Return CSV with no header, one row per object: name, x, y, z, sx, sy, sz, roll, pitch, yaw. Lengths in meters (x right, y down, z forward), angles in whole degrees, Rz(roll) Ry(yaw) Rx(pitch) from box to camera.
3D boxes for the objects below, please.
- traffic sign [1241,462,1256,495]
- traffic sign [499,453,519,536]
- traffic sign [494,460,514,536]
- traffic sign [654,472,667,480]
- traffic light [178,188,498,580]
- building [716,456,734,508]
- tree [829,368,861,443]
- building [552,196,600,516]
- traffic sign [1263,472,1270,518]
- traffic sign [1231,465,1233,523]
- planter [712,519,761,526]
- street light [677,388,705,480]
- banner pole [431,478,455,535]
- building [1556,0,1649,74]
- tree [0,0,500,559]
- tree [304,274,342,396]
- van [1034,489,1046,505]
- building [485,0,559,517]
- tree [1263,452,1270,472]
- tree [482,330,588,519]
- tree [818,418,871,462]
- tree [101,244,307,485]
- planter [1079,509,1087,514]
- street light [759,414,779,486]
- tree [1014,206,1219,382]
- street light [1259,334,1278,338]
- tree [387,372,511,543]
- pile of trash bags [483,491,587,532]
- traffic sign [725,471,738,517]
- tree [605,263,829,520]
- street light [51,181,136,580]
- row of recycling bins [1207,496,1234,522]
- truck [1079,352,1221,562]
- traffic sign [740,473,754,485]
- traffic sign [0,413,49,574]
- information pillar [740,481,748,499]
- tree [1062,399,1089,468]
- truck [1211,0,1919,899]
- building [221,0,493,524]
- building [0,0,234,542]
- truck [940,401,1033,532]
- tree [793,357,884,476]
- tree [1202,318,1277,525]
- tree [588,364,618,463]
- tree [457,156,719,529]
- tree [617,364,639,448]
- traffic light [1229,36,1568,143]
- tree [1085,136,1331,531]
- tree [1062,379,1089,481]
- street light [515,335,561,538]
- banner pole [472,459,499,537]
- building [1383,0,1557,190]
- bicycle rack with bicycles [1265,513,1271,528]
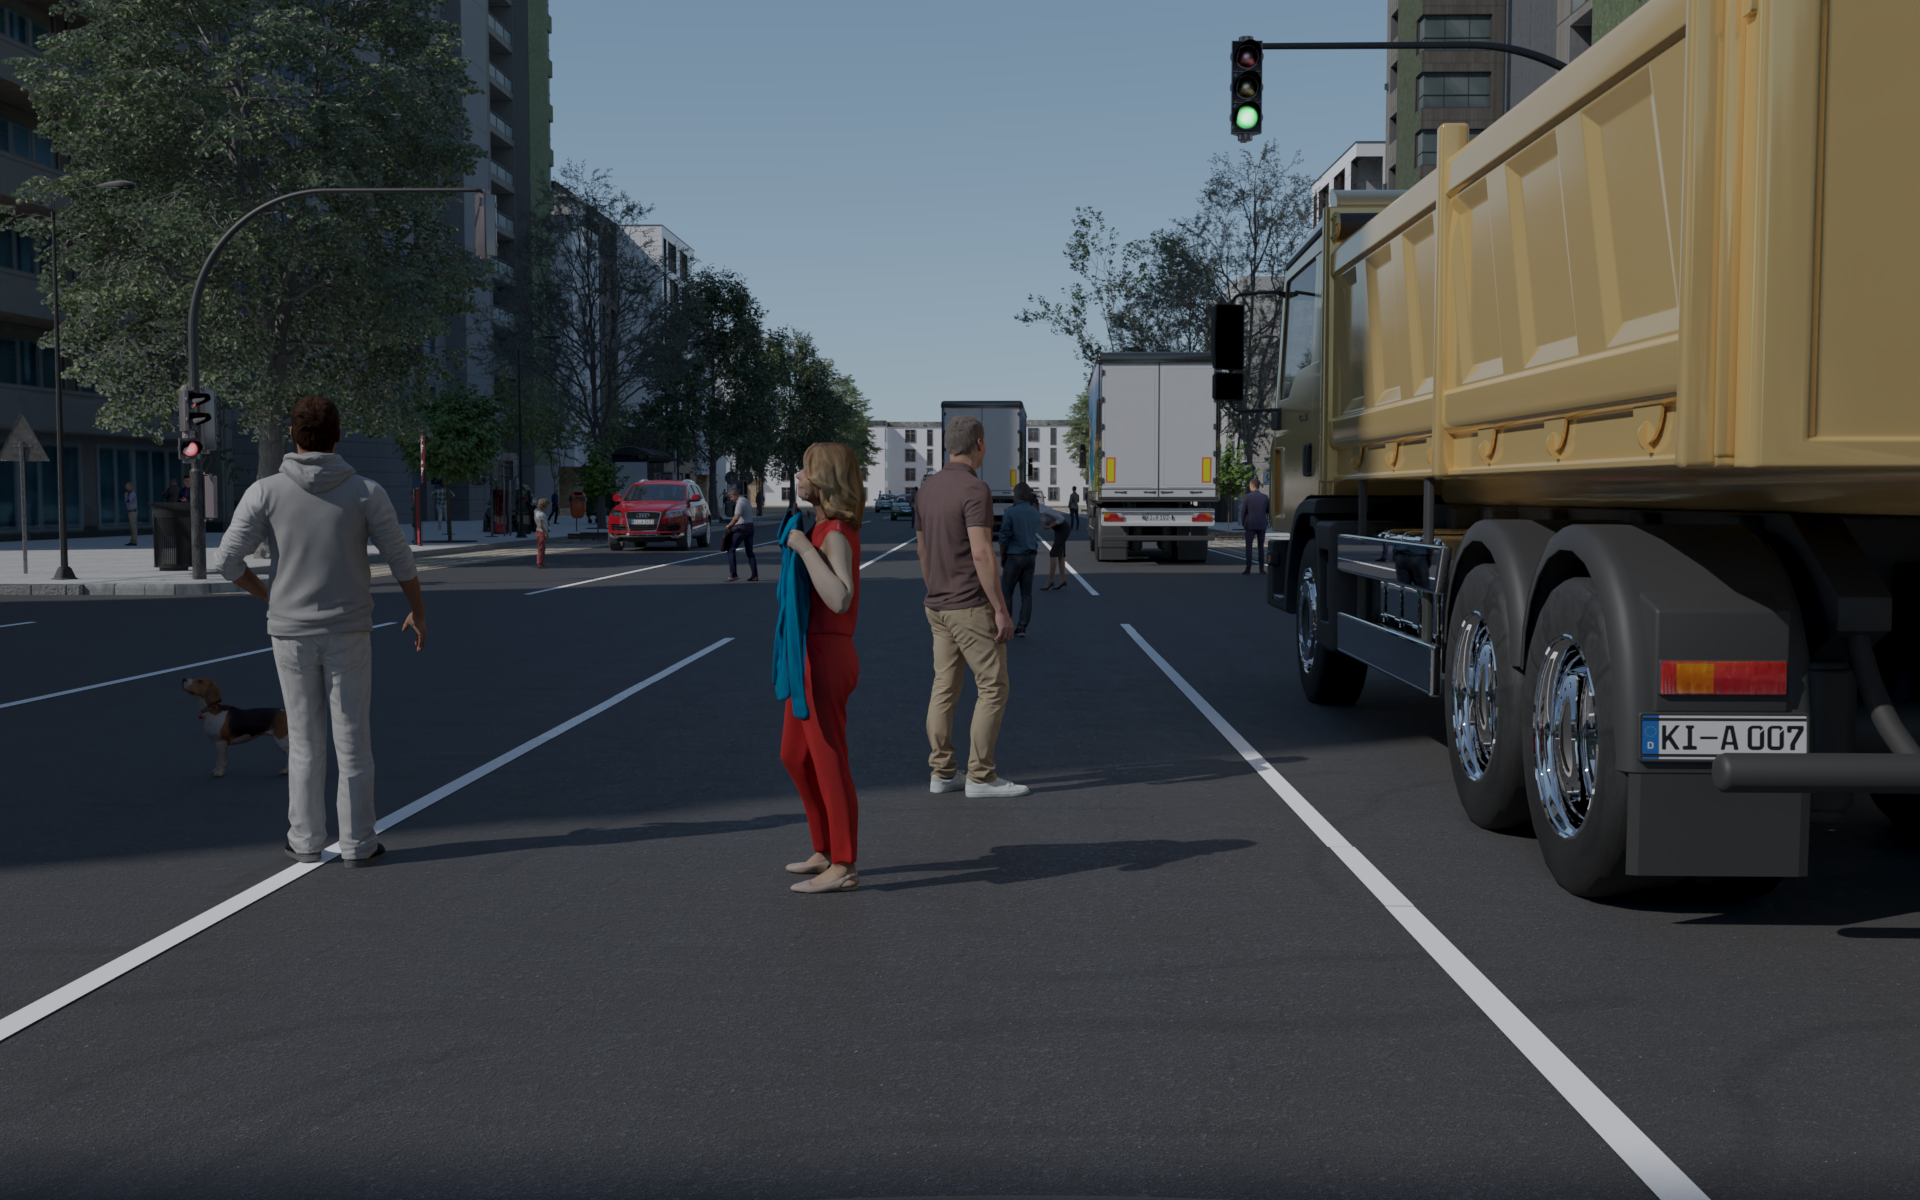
traffic sign,11.252,-4.160,68.126,0.768,2.556,0.104,1,4,11
traffic sign,-13.899,-3.263,53.455,0.768,2.556,0.104,1,4,10
traffic sign,-13.843,-3.086,52.579,0.606,2.300,0.079,0,4,1
traffic sign,-13.953,-4.801,80.620,0.606,2.300,0.079,0,4,6
traffic light,-9.322,-3.134,25.908,4.771,5.953,1.251,0,4,1
building,-35.733,-13.493,162.761,28.070,9.664,9.099,0,4,1
tree,-11.531,-12.316,118.374,9.611,12.733,9.660,0,3,0
building,-30.900,-15.361,107.572,16.016,20.091,11.380,0,4,1
traffic sign,14.089,-4.690,78.804,0.606,2.300,0.079,0,4,6
traffic sign,11.888,-4.637,75.825,0.884,2.594,0.081,0,4,7
planter,-10.017,-3.468,77.844,1.991,0.319,1.994,0,4,1
street light,-11.853,-6.332,76.069,1.470,5.913,1.316,0,4,1
banner pole,-16.418,-3.963,54.808,0.863,3.779,0.401,1,4,21
building,27.538,-22.864,57.422,14.154,41.232,14.086,0,4,1
tree,-13.667,-7.803,34.239,9.857,13.997,8.962,0,3,0
tree,-20.609,-6.268,52.841,4.360,8.622,3.978,0,3,0
van,6.481,-8.761,150.259,2.013,2.044,4.112,0,4,0
building,-30.624,-25.060,93.327,14.154,41.232,14.086,0,4,1
tree,18.434,-6.839,95.539,4.285,4.588,4.351,0,3,0
tree,-20.038,-7.830,78.385,4.737,8.622,4.395,0,3,0
tree,-11.603,-13.537,155.741,8.767,10.594,7.601,1,4,22
tree,-20.379,-5.852,46.041,4.360,8.622,3.978,0,3,0
planter,9.554,-6.501,127.436,1.991,0.319,1.994,0,4,1
street light,-11.166,-7.854,100.955,1.470,5.913,1.316,0,4,1
tree,10.390,-15.837,114.828,12.611,20.169,13.585,0,3,0
street light,9.380,-4.767,50.484,1.470,5.913,1.316,0,4,1
tree,-13.584,-3.822,46.197,4.285,4.588,4.351,0,3,0
pile of trash bags,-14.437,-3.007,58.918,3.447,1.369,1.912,-1,4,-21
traffic sign,-12.645,-5.858,95.892,0.768,2.556,0.104,0,4,2
tree,-12.329,-10.336,86.006,9.611,12.733,9.660,0,3,0
street light,-12.917,-3.260,25.840,1.470,5.913,1.316,0,4,1
row of recycling bins,11.991,-4.459,80.015,1.069,1.692,3.534,0,4,2
truck,4.223,-3.112,39.799,2.839,4.237,11.283,0,4,3
traffic sign,-11.835,-5.877,96.191,0.768,2.556,0.104,0,4,5
traffic sign,-15.032,-1.700,27.792,0.884,2.594,0.081,0,4,6
information pillar,-11.911,-5.563,95.444,0.304,2.012,0.304,-3,5,-44
tree,13.668,-15.079,172.298,9.928,11.665,9.643,0,3,0
truck,3.536,-0.843,9.713,3.469,3.379,9.791,0,4,2
building,-34.133,-32.367,71.203,21.231,58.520,28.212,0,4,1
building,-35.279,-25.862,46.540,21.300,48.544,21.600,0,4,1
truck,0.951,-4.198,57.553,2.839,4.237,11.283,0,4,3
tree,-11.526,-13.831,144.262,7.486,12.596,7.792,0,3,0
tree,11.752,-7.377,70.969,4.360,8.622,3.978,0,3,0
tree,-20.415,-8.353,86.927,4.737,8.622,4.395,0,3,0
tree,-13.301,-9.364,63.477,12.009,13.543,11.850,0,3,0
tree,-19.480,-8.863,95.267,4.737,8.622,4.395,0,3,0
traffic light,5.057,-2.617,17.452,4.771,5.953,1.251,0,4,1
tree,10.145,-9.178,60.429,12.009,13.543,11.850,0,3,0
tree,13.084,-14.835,160.683,7.486,12.596,7.792,0,3,0
street light,-12.331,-4.777,50.642,1.470,5.913,1.316,0,4,1
banner pole,-14.214,-3.773,51.702,0.863,3.779,0.401,1,4,10
building,27.810,-19.130,84.478,14.160,30.474,14.107,0,4,1
bicycle rack with bicycles,12.369,-3.132,64.592,2.852,0.926,2.925,2,4,32
